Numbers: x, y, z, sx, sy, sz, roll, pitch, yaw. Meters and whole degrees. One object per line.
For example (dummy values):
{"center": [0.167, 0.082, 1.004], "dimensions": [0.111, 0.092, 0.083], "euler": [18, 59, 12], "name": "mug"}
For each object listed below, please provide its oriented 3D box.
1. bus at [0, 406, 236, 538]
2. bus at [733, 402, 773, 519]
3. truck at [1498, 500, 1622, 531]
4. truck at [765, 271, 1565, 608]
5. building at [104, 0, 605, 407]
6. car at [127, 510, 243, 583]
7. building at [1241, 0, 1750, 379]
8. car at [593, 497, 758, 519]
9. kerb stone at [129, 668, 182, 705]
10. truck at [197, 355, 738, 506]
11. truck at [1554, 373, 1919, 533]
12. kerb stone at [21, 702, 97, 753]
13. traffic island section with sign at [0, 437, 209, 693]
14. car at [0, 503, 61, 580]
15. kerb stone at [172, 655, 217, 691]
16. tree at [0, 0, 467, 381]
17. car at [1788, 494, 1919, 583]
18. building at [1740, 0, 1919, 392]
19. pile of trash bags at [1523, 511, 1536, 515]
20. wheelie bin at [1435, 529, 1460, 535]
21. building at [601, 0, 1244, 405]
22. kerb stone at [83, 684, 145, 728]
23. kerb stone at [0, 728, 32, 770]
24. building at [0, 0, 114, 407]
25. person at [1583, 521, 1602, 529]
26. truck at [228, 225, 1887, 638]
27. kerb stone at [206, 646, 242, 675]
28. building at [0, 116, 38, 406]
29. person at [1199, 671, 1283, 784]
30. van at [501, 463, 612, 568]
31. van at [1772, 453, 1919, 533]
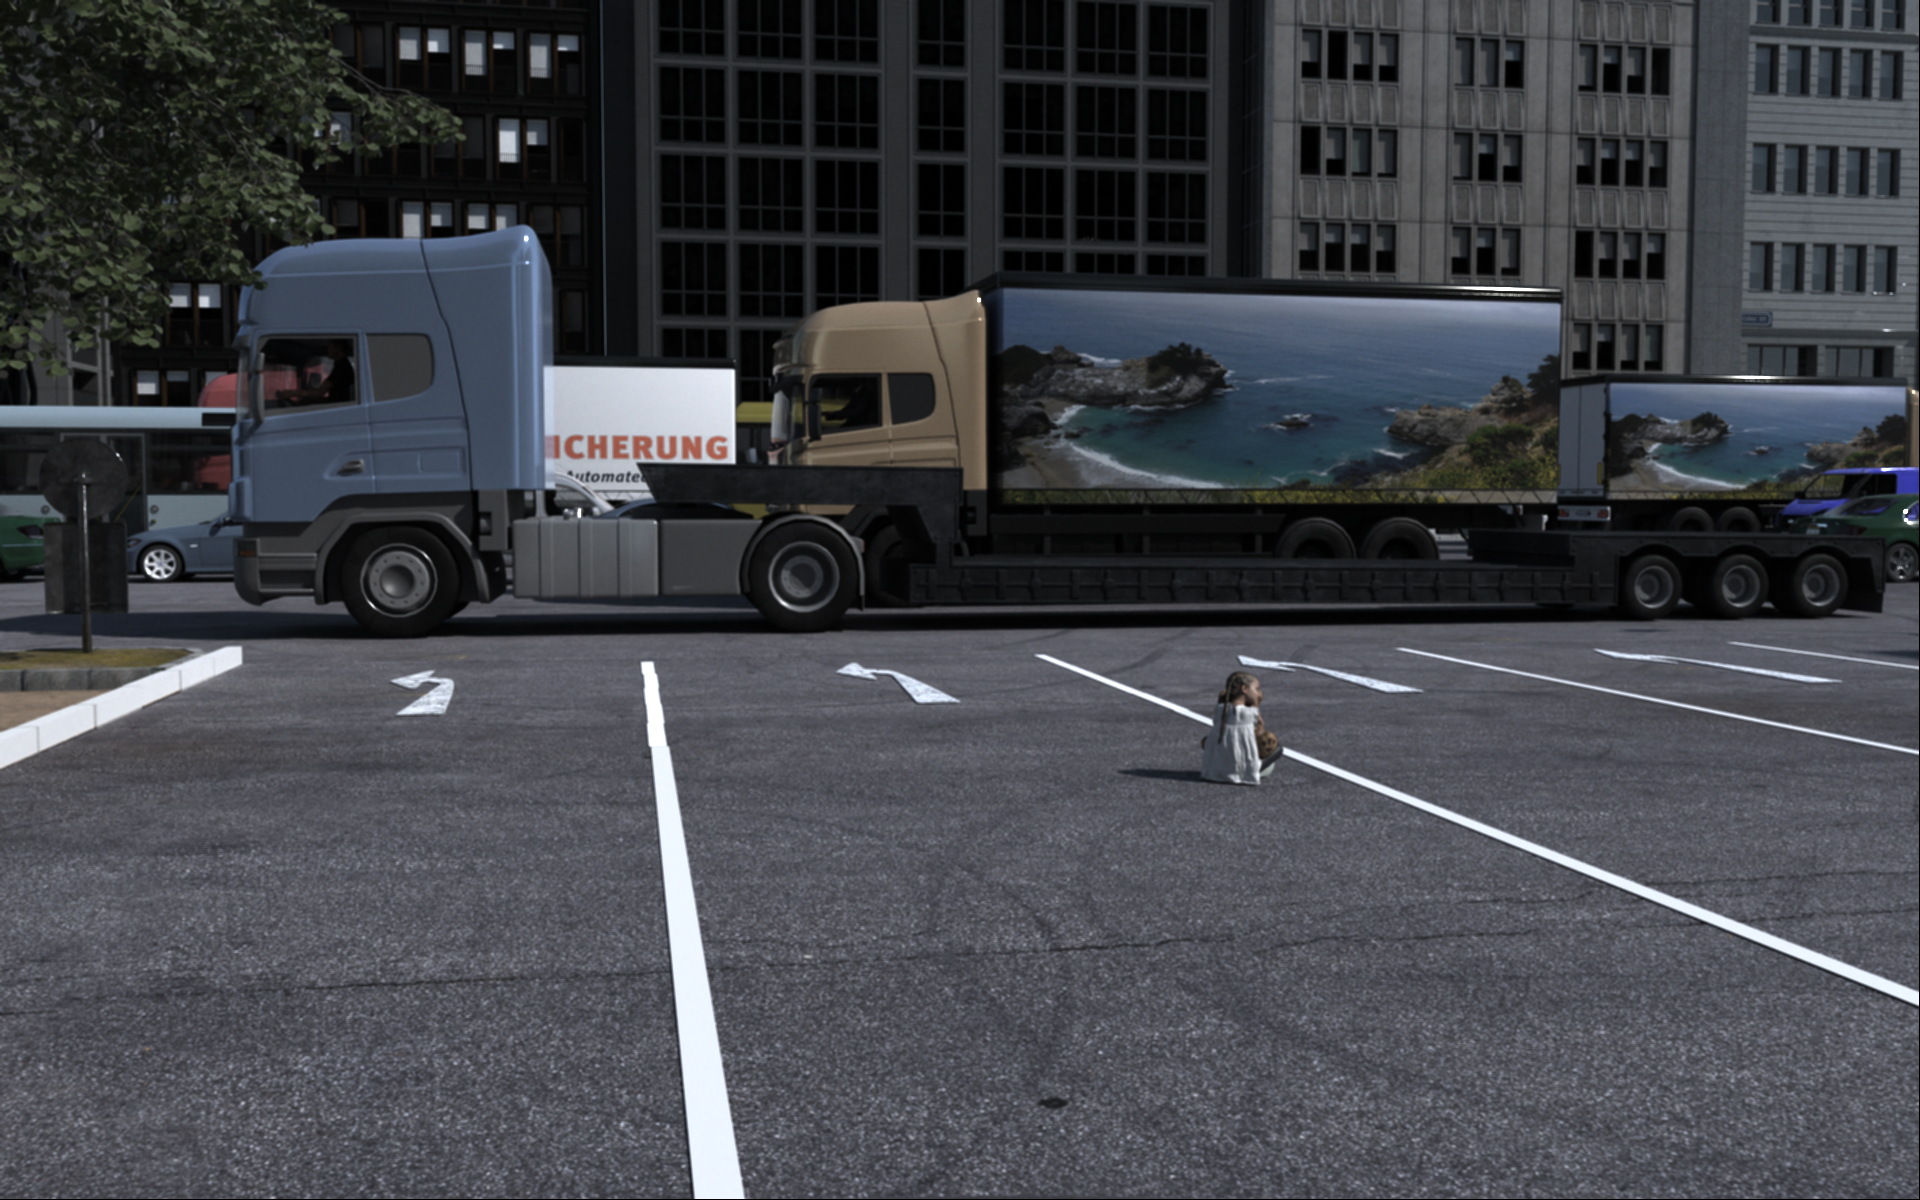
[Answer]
{"center": [-15.294, -2.237, 31.443], "dimensions": [13.247, 3.499, 2.948], "euler": [-1, 4, -11], "name": "bus"}
{"center": [-7.255, -3.369, 46.628], "dimensions": [12.252, 3.916, 2.896], "euler": [-1, 4, -11], "name": "bus"}
{"center": [20.547, -3.713, 49.622], "dimensions": [11.283, 4.237, 2.839], "euler": [-1, 4, -11], "name": "truck"}
{"center": [2.418, -2.111, 23.423], "dimensions": [11.283, 4.237, 2.839], "euler": [-1, 4, -13], "name": "truck"}
{"center": [-21.391, -14.356, 64.394], "dimensions": [15.834, 23.373, 12.332], "euler": [-1, 4, -11], "name": "building"}
{"center": [-11.566, -1.035, 28.926], "dimensions": [4.499, 1.417, 2.014], "euler": [-1, 4, -12], "name": "car"}
{"center": [19.834, -15.523, 71.823], "dimensions": [19.932, 24.808, 12.078], "euler": [-1, 4, -11], "name": "building"}
{"center": [-3.711, -0.820, 25.415], "dimensions": [4.499, 1.417, 2.014], "euler": [-1, 4, -10], "name": "car"}
{"center": [-5.634, 0.619, 12.076], "dimensions": [0.120, 0.150, 1.000], "euler": [-1, 4, -11], "name": "kerb stone"}
{"center": [-10.330, -2.863, 35.725], "dimensions": [11.283, 4.237, 2.839], "euler": [-1, 4, -13], "name": "truck"}
{"center": [20.293, -3.273, 42.428], "dimensions": [11.283, 4.237, 2.839], "euler": [-1, 4, -10], "name": "truck"}
{"center": [-5.240, 0.743, 10.047], "dimensions": [0.120, 0.150, 1.000], "euler": [-1, 4, -11], "name": "kerb stone"}
{"center": [-6.959, -0.322, 13.399], "dimensions": [2.006, 1.907, 1.989], "euler": [-1, 4, -11], "name": "traffic island section with sign"}
{"center": [-17.091, -0.990, 27.977], "dimensions": [4.920, 1.459, 2.131], "euler": [-1, 4, -11], "name": "car"}
{"center": [-5.820, 0.557, 13.088], "dimensions": [0.120, 0.150, 1.000], "euler": [-1, 4, -11], "name": "kerb stone"}
{"center": [-6.367, -5.477, 10.139], "dimensions": [7.486, 12.596, 7.792], "euler": [0, 3, 0], "name": "tree"}
{"center": [16.316, -1.055, 29.050], "dimensions": [4.920, 1.459, 2.131], "euler": [-1, 4, -13], "name": "car"}
{"center": [44.167, -18.307, 76.816], "dimensions": [29.804, 29.767, 11.434], "euler": [-1, 4, -11], "name": "building"}
{"center": [19.407, -2.963, 58.204], "dimensions": [1.912, 1.369, 3.447], "euler": [0, 4, 4], "name": "pile of trash bags"}
{"center": [15.524, -2.882, 55.027], "dimensions": [0.693, 1.594, 0.980], "euler": [-3, 5, -40], "name": "wheelie bin"}
{"center": [-1.990, -16.841, 68.866], "dimensions": [24.014, 27.812, 14.314], "euler": [-1, 4, -11], "name": "building"}
{"center": [-5.431, 0.682, 11.069], "dimensions": [0.120, 0.150, 1.000], "euler": [-1, 4, -11], "name": "kerb stone"}
{"center": [-5.048, 0.805, 9.036], "dimensions": [0.120, 0.150, 1.000], "euler": [-1, 4, -11], "name": "kerb stone"}
{"center": [-113.194, -47.375, 212.827], "dimensions": [20.611, 71.187, 20.563], "euler": [-1, 4, -11], "name": "building"}
{"center": [16.220, -2.052, 44.265], "dimensions": [0.590, 1.554, 0.614], "euler": [1, 4, 14], "name": "person"}
{"center": [1.226, -1.811, 19.361], "dimensions": [18.799, 4.110, 2.967], "euler": [-1, 4, -10], "name": "truck"}
{"center": [-6.017, 0.496, 14.097], "dimensions": [0.120, 0.150, 1.000], "euler": [-1, 4, -11], "name": "kerb stone"}
{"center": [-43.412, -11.959, 62.989], "dimensions": [16.811, 18.784, 16.820], "euler": [-1, 4, -11], "name": "building"}
{"center": [1.408, 0.629, 8.684], "dimensions": [0.381, 0.543, 0.357], "euler": [2, 4, 25], "name": "person"}
{"center": [-6.471, -1.276, 27.873], "dimensions": [4.112, 2.044, 2.013], "euler": [-1, 4, -10], "name": "van"}
{"center": [21.116, -2.131, 39.233], "dimensions": [5.245, 2.365, 2.240], "euler": [-1, 4, -11], "name": "van"}
